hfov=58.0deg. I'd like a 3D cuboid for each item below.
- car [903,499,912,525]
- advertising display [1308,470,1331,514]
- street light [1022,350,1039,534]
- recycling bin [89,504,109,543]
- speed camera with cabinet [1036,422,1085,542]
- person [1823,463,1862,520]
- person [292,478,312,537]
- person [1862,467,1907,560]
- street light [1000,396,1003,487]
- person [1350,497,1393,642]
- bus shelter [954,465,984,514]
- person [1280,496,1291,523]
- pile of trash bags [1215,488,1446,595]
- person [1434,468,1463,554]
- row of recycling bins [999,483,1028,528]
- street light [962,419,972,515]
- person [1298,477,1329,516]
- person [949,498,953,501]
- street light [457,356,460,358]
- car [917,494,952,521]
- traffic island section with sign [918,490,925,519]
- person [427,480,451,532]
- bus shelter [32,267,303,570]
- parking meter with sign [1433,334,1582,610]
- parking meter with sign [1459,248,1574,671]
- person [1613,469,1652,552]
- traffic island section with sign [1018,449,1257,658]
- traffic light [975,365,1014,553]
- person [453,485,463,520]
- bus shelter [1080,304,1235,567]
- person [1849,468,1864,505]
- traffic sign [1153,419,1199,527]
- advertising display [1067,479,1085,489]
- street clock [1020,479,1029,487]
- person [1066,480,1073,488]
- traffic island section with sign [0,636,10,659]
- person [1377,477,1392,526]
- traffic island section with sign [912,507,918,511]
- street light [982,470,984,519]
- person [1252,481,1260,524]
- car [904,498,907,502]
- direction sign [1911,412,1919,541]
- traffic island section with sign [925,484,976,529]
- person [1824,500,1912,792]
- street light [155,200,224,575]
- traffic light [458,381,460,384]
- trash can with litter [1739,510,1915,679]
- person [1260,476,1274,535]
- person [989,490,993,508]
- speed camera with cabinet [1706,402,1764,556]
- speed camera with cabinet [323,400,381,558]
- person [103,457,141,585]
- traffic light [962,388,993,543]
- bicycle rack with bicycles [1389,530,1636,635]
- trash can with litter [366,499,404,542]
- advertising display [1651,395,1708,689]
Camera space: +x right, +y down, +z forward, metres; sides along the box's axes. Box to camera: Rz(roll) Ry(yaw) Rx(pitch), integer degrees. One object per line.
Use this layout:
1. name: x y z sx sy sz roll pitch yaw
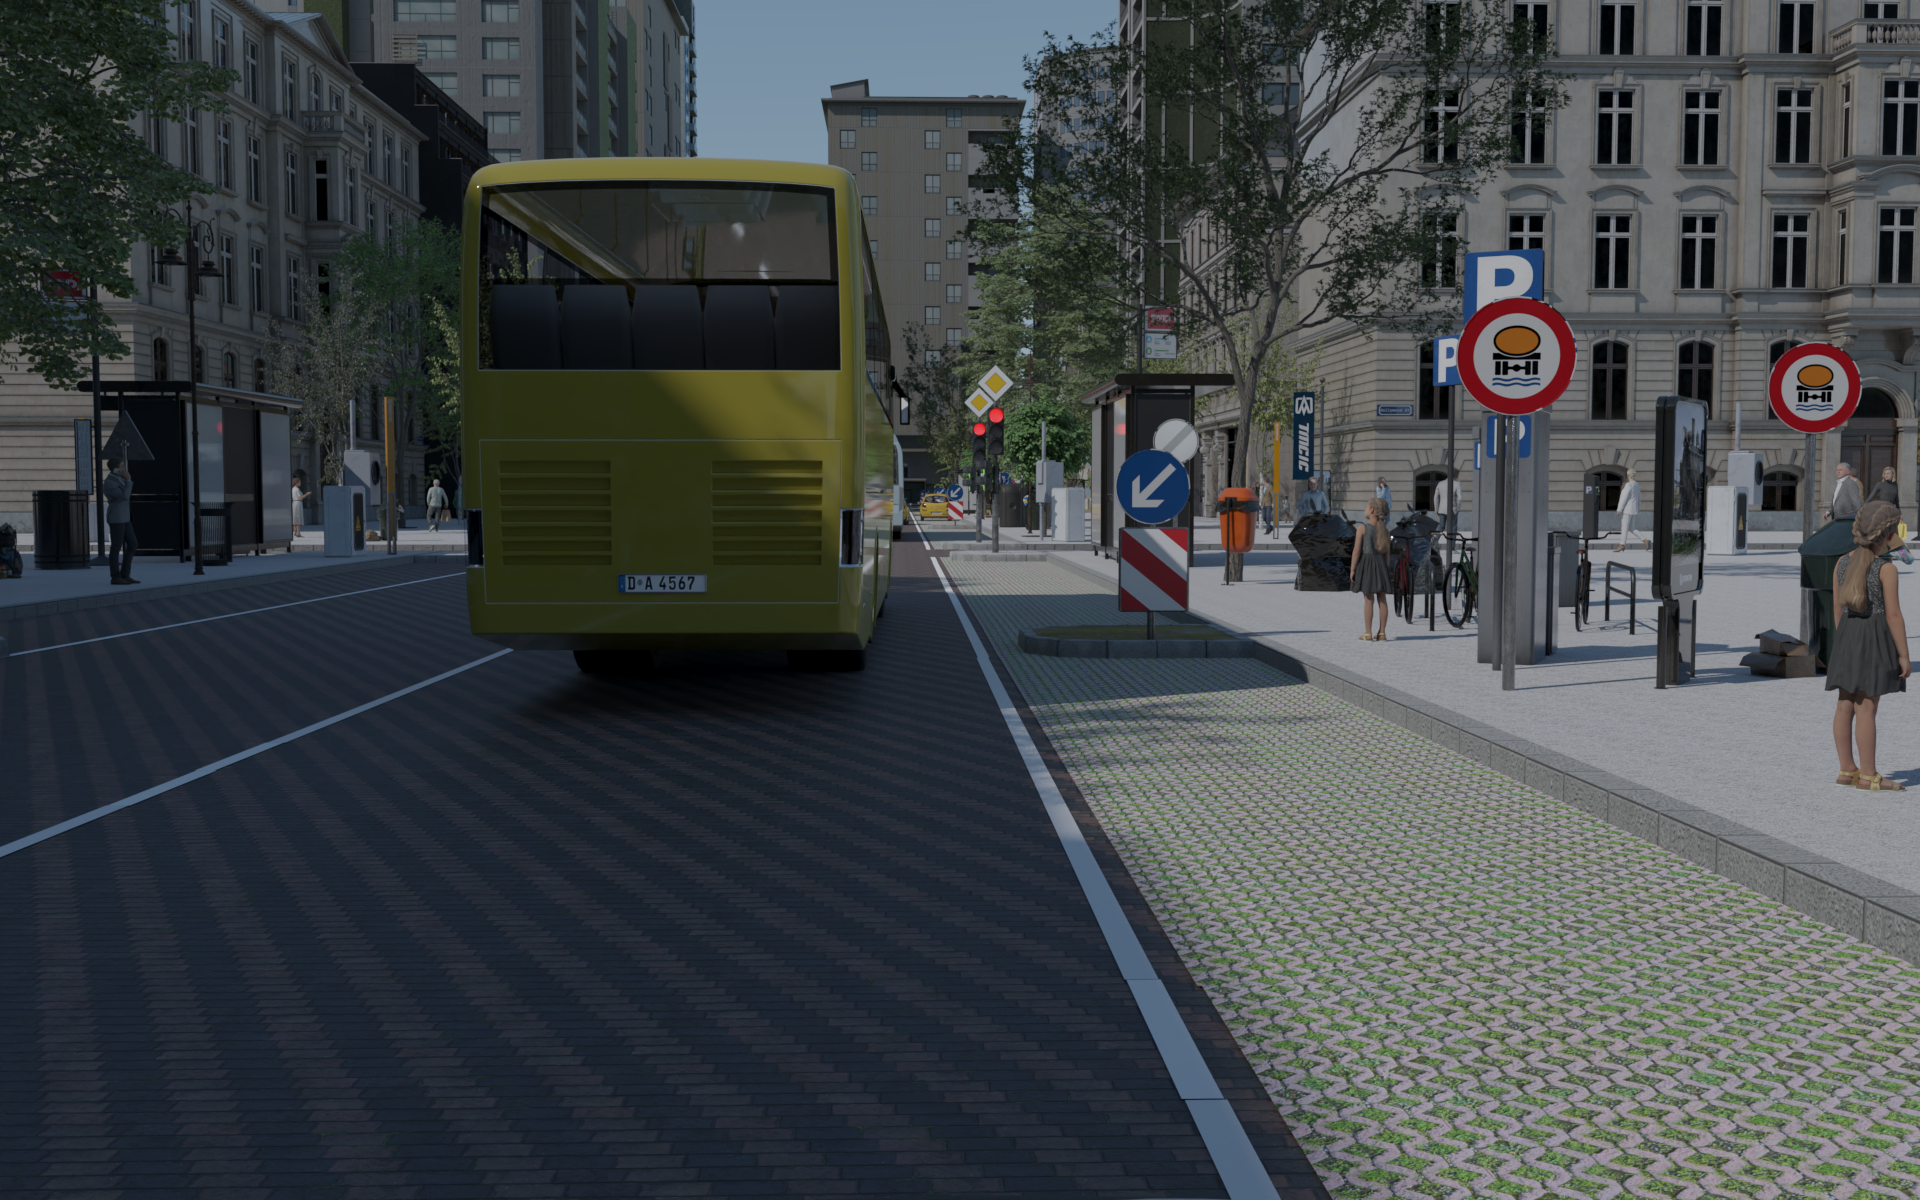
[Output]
1. car: -3.275 -4.338 81.144 2.015 1.641 3.980 0 3 0
2. advertising display: 9.504 -2.483 45.809 0.123 1.923 0.974 3 5 43
3. street light: 2.271 -5.085 55.935 0.468 5.910 1.993 0 4 -2
4. recycling bin: -23.135 -2.053 46.123 0.722 1.027 0.722 -3 4 -38
5. speed camera with cabinet: 2.727 -3.226 47.073 0.660 3.252 2.038 -1 4 -21
6. person: 13.878 -1.277 27.320 0.834 1.777 0.661 0 4 -6
7. person: -19.500 -2.729 51.233 0.524 1.755 0.480 -3 5 -42
8. person: 17.450 -1.663 33.447 1.509 1.804 0.699 2 4 25
9. street light: 1.710 -6.063 71.910 0.468 5.910 1.993 0 4 -2
10. person: 3.578 -0.269 15.105 0.362 1.253 0.373 -1 4 -13
11. bus shelter: 0.700 -7.065 109.442 2.014 3.302 5.546 0 4 -2
12. person: 14.343 -3.990 76.300 0.505 1.210 0.382 1 4 19
13. pile of trash bags: 4.985 -0.847 23.593 3.447 1.369 1.912 3 5 41
14. person: 10.399 -1.900 36.953 0.661 1.843 0.795 3 5 44
15. row of recycling bins: 2.166 -3.716 67.863 1.069 1.692 3.534 1 4 8
16. street light: 0.530 -8.039 104.217 0.468 5.910 1.993 0 4 -2
17. person: 6.582 -1.492 32.249 0.589 1.601 0.330 1 4 21
18. person: -0.633 -8.386 143.604 0.568 1.767 0.683 1 4 18
19. street light: -12.786 -4.453 45.591 0.468 5.910 1.993 0 4 -2
20. car: -1.284 -5.047 92.745 2.015 1.641 3.980 0 4 -1
21. traffic island section with sign: -1.231 -5.454 97.806 1.989 1.847 2.006 0 4 -2
22. person: -17.685 -3.195 58.760 0.782 1.767 0.515 -2 4 -31
23. bus shelter: -15.268 -3.414 33.447 2.179 5.291 8.768 0 4 -2
24. parking meter with sign: 6.164 -1.416 19.418 1.738 3.016 0.543 -2 4 -24
25. parking meter with sign: 4.273 -1.038 13.240 0.543 3.016 1.738 2 4 27
26. person: 14.766 -1.961 37.983 0.818 1.842 0.514 2 4 27
27. traffic island section with sign: 1.557 -0.447 15.943 1.989 1.847 2.006 0 4 -2
28. traffic light: 0.756 -2.989 37.787 0.839 4.253 0.868 0 4 -2
29. person: -24.773 -4.860 85.744 0.600 1.795 0.529 -3 5 -43
30. bus shelter: 3.623 -3.469 34.345 2.179 5.291 8.768 0 4 -2
31. person: 19.381 -1.927 37.462 0.836 1.842 0.656 -1 4 -16
32. traffic sign: 3.659 -1.792 29.410 0.768 2.556 0.104 0 4 5
33. advertising display: 4.953 -4.206 73.982 0.123 1.923 0.974 -3 5 -41
34. street clock: 2.926 -4.443 77.216 0.471 2.002 0.358 -1 4 -22
35. person: 3.991 -3.333 60.893 0.716 1.782 0.532 0 4 8
36. traffic island section with sign: -9.342 -0.372 14.703 1.989 1.847 2.006 0 4 -2
37. person: 12.437 -2.725 50.867 0.793 1.790 0.793 1 4 16
38. traffic island section with sign: -2.922 -8.502 147.632 1.989 1.847 2.006 0 4 -2
39. street light: 1.147 -7.037 87.839 0.468 5.910 1.993 0 4 -2
40. person: 12.137 -3.939 70.687 0.600 1.795 0.529 -1 4 -21
41. car: -5.486 -8.485 147.531 1.959 1.807 4.718 0 4 -3
42. direction sign: 26.318 -3.391 47.441 0.379 3.537 0.876 1 4 16
43. traffic island section with sign: -0.318 -3.807 70.866 1.989 1.847 2.006 0 4 -2
44. person: 3.966 0.193 7.551 0.373 1.253 0.362 -1 4 -12
45. street light: -12.096 -3.337 27.347 0.468 5.910 1.993 0 4 -2
46. traffic light: -10.398 -2.965 37.394 0.839 4.253 0.868 0 4 -2
47. trash can with litter: 6.105 -0.051 12.222 1.055 1.170 0.624 -1 4 -20
48. person: 9.756 -2.999 54.983 0.656 1.842 0.836 2 4 34
49. person: 2.497 -7.884 135.080 0.705 1.807 1.348 1 4 17
50. speed camera with cabinet: 16.475 -2.594 36.747 0.660 3.252 2.038 3 5 40
51. speed camera with cabinet: -12.587 -2.541 35.885 0.660 3.252 2.038 0 4 -2
52. person: -11.884 -1.121 24.557 0.473 1.802 0.592 0 4 -2
53. traffic light: 0.485 -3.477 45.767 0.839 4.253 0.868 0 4 -2
54. bicycle rack with bicycles: 5.312 -0.203 16.705 2.852 0.926 2.925 1 4 15
55. trash can with litter: -15.708 -2.184 47.091 0.624 1.170 1.055 2 4 35
56. advertising display: 4.861 -0.397 11.702 0.123 1.923 0.974 2 4 35
